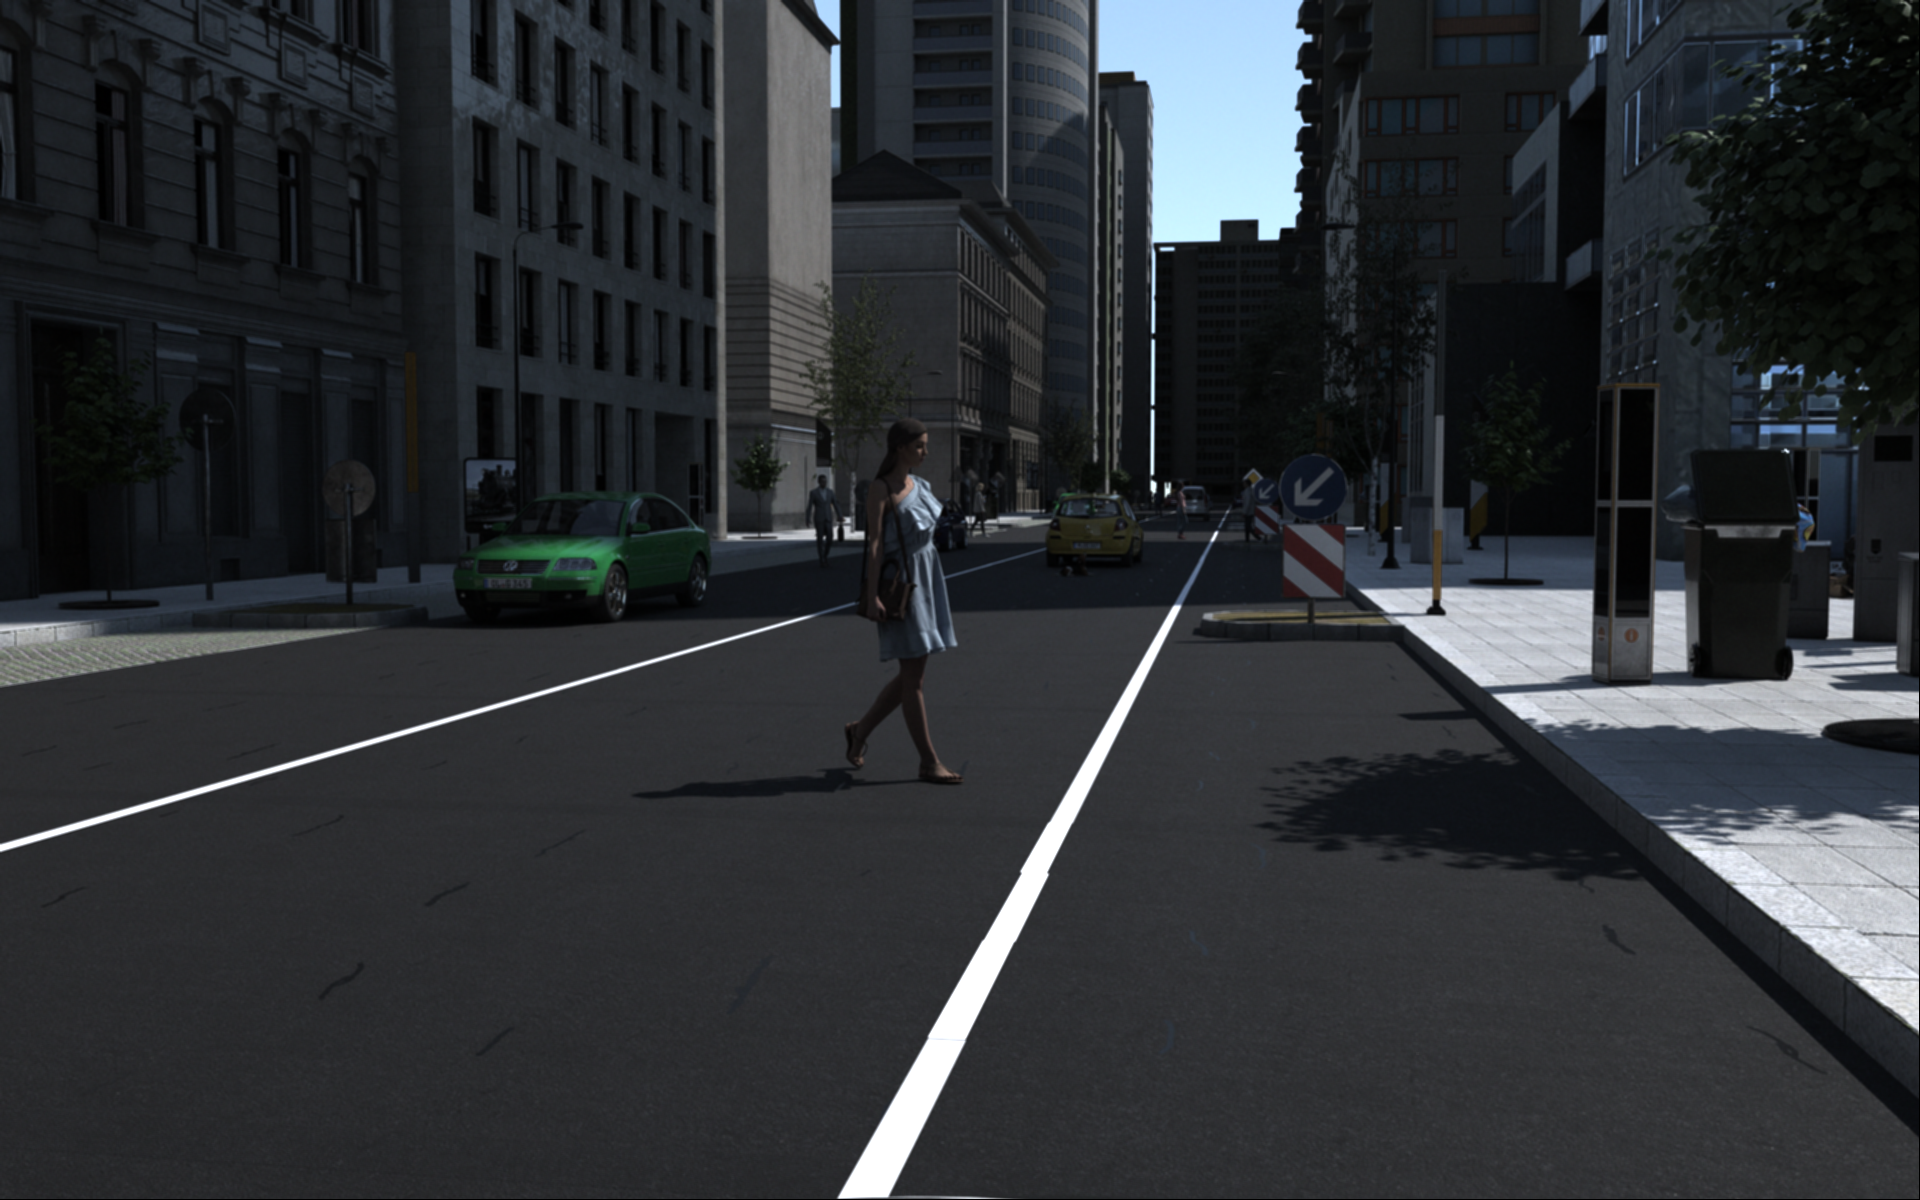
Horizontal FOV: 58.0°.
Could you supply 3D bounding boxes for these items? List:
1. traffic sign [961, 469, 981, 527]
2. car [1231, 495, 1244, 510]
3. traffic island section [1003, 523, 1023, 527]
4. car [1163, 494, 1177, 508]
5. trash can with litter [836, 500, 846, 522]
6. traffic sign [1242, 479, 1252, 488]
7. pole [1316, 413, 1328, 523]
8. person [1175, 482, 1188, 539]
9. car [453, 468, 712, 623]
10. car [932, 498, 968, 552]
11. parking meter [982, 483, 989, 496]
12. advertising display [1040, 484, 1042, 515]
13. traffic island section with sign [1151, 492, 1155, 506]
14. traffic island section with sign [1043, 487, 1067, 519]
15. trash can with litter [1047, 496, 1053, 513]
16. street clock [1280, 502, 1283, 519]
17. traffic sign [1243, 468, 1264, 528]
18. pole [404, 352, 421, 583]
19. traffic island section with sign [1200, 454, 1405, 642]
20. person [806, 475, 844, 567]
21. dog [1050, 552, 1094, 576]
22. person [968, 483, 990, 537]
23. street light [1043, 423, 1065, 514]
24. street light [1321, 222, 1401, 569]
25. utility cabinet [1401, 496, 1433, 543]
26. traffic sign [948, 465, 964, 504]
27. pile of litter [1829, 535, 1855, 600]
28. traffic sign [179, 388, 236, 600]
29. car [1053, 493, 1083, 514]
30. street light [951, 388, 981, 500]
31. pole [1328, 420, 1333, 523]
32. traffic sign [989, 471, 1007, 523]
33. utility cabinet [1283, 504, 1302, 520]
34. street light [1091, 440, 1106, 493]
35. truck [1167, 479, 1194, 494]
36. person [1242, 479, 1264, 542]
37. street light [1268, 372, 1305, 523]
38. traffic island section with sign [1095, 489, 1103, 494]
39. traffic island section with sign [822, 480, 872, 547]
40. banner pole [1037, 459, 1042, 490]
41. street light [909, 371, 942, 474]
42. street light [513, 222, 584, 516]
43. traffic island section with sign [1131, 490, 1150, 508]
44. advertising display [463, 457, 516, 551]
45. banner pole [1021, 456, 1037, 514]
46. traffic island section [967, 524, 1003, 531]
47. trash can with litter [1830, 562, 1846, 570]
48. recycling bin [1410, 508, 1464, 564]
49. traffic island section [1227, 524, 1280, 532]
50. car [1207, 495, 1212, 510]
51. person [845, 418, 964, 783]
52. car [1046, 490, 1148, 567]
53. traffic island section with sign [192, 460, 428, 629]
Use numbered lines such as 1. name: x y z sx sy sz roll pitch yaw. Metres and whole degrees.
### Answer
1. traffic sign: 0.414 -3.938 68.025 0.795 2.450 0.064 1 4 9
2. car: 25.847 -8.959 159.055 1.945 1.354 3.894 0 4 7
3. traffic island section: 1.652 -3.284 75.976 2.009 0.180 2.903 1 4 9
4. car: 22.102 -10.416 179.342 2.155 1.783 4.494 0 4 7
5. trash can with litter: -5.655 -4.086 78.189 0.624 1.170 1.055 2 4 34
6. traffic sign: 12.480 -4.313 74.167 0.795 2.450 0.064 1 4 9
7. pole: 9.041 -3.036 43.483 0.158 3.312 0.155 0 3 0
8. person: 7.038 -2.844 55.003 0.388 1.821 0.555 -1 4 -16
9. car: -4.422 -0.735 20.815 1.959 1.807 4.718 1 4 10
10. car: -0.881 -1.942 44.329 1.945 1.354 3.894 1 4 9
11. parking meter: 1.341 -5.265 91.786 0.255 1.863 0.399 2 4 35
12. advertising display: 5.066 -6.296 108.149 0.123 1.923 0.974 0 4 3
13. traffic island section with sign: 22.375 -11.909 203.342 1.989 1.847 2.006 1 4 9
14. traffic island section with sign: 5.918 -5.620 100.515 1.989 1.847 2.006 1 4 9
15. trash can with litter: 6.242 -6.627 119.735 0.624 1.170 1.055 -1 4 -16
16. street clock: 16.578 -5.155 88.857 0.358 2.002 0.471 3 5 43
17. traffic sign: 11.218 -3.831 66.282 0.795 2.450 0.064 1 4 9
18. pole: -7.905 -1.905 24.991 0.158 3.312 0.155 0 3 0
19. traffic island section with sign: 3.503 -0.567 17.897 1.989 1.847 2.006 1 4 9
20. person: -2.669 -1.560 34.132 0.709 1.813 0.853 -2 4 -27
21. dog: 1.966 -0.625 30.413 0.748 0.427 0.550 1 4 12
22. person: 0.627 -3.008 57.867 0.728 1.800 0.709 0 4 -3
23. street light: 6.159 -8.575 112.747 1.470 5.913 1.316 1 4 9
24. street light: 6.874 -3.497 29.713 1.470 5.913 1.316 1 4 9
25. utility cabinet: 12.010 -2.098 45.462 1.020 1.237 0.306 -3 4 -39
26. traffic sign: -0.102 -4.737 77.452 0.884 2.594 0.081 1 4 14
27. pile of litter: 11.067 -0.477 21.764 1.176 0.858 1.719 3 5 40
28. traffic sign: -9.067 -1.269 20.855 0.768 2.556 0.104 1 4 12
29. car: 5.332 -4.395 80.650 1.959 1.807 4.718 0 4 7
30. street light: 0.209 -6.325 75.962 1.470 5.913 1.316 1 4 9
31. pole: 10.229 -3.309 47.951 0.158 3.312 0.155 0 3 0
32. traffic sign: 1.676 -4.420 75.911 0.795 2.450 0.064 1 4 9
33. utility cabinet: 16.600 -4.595 86.284 1.020 1.237 0.306 3 5 40
34. street light: 11.831 -10.773 148.681 1.470 5.913 1.316 1 4 9
35. truck: 28.188 -13.755 220.825 3.469 3.379 9.791 1 4 9
36. person: 7.876 -2.346 46.708 0.795 1.843 0.661 2 4 29
37. street light: 12.557 -5.717 66.020 1.470 5.913 1.316 1 4 9
38. traffic island section with sign: 10.302 -7.296 127.925 1.989 1.847 2.006 1 4 9
39. traffic island section with sign: -2.621 -2.358 47.173 1.989 1.847 2.006 1 4 9
40. banner pole: 5.454 -8.068 121.932 0.863 3.779 0.401 0 4 6
41. street light: -1.364 -5.697 65.692 1.470 5.913 1.316 1 4 9
42. street light: -7.105 -3.500 29.768 1.470 5.913 1.316 1 4 9
43. traffic island section with sign: 18.120 -10.281 176.723 1.989 1.847 2.006 1 4 9
44. advertising display: -8.261 -1.554 30.625 0.974 1.923 0.123 -1 4 -17
45. banner pole: 4.410 -7.580 113.943 0.863 3.779 0.401 -2 4 -33
46. traffic island section: 0.390 -2.802 68.091 2.009 0.180 2.903 1 4 9
47. trash can with litter: 15.609 -1.152 29.889 2.233 1.210 1.678 -2 4 -32
48. recycling bin: 8.814 -1.190 32.012 0.722 1.027 0.722 -1 4 -15
49. traffic island section: 11.243 -2.696 66.356 2.009 0.180 2.903 1 4 9
50. car: 22.327 -9.025 159.554 2.014 1.417 4.499 1 4 10
51. person: -0.323 -0.006 8.699 0.778 1.811 0.616 3 4 37
52. car: 2.803 -1.543 35.458 2.015 1.641 3.980 1 4 10
53. traffic island section with sign: -7.080 -0.652 19.293 1.989 1.847 2.006 1 4 9
